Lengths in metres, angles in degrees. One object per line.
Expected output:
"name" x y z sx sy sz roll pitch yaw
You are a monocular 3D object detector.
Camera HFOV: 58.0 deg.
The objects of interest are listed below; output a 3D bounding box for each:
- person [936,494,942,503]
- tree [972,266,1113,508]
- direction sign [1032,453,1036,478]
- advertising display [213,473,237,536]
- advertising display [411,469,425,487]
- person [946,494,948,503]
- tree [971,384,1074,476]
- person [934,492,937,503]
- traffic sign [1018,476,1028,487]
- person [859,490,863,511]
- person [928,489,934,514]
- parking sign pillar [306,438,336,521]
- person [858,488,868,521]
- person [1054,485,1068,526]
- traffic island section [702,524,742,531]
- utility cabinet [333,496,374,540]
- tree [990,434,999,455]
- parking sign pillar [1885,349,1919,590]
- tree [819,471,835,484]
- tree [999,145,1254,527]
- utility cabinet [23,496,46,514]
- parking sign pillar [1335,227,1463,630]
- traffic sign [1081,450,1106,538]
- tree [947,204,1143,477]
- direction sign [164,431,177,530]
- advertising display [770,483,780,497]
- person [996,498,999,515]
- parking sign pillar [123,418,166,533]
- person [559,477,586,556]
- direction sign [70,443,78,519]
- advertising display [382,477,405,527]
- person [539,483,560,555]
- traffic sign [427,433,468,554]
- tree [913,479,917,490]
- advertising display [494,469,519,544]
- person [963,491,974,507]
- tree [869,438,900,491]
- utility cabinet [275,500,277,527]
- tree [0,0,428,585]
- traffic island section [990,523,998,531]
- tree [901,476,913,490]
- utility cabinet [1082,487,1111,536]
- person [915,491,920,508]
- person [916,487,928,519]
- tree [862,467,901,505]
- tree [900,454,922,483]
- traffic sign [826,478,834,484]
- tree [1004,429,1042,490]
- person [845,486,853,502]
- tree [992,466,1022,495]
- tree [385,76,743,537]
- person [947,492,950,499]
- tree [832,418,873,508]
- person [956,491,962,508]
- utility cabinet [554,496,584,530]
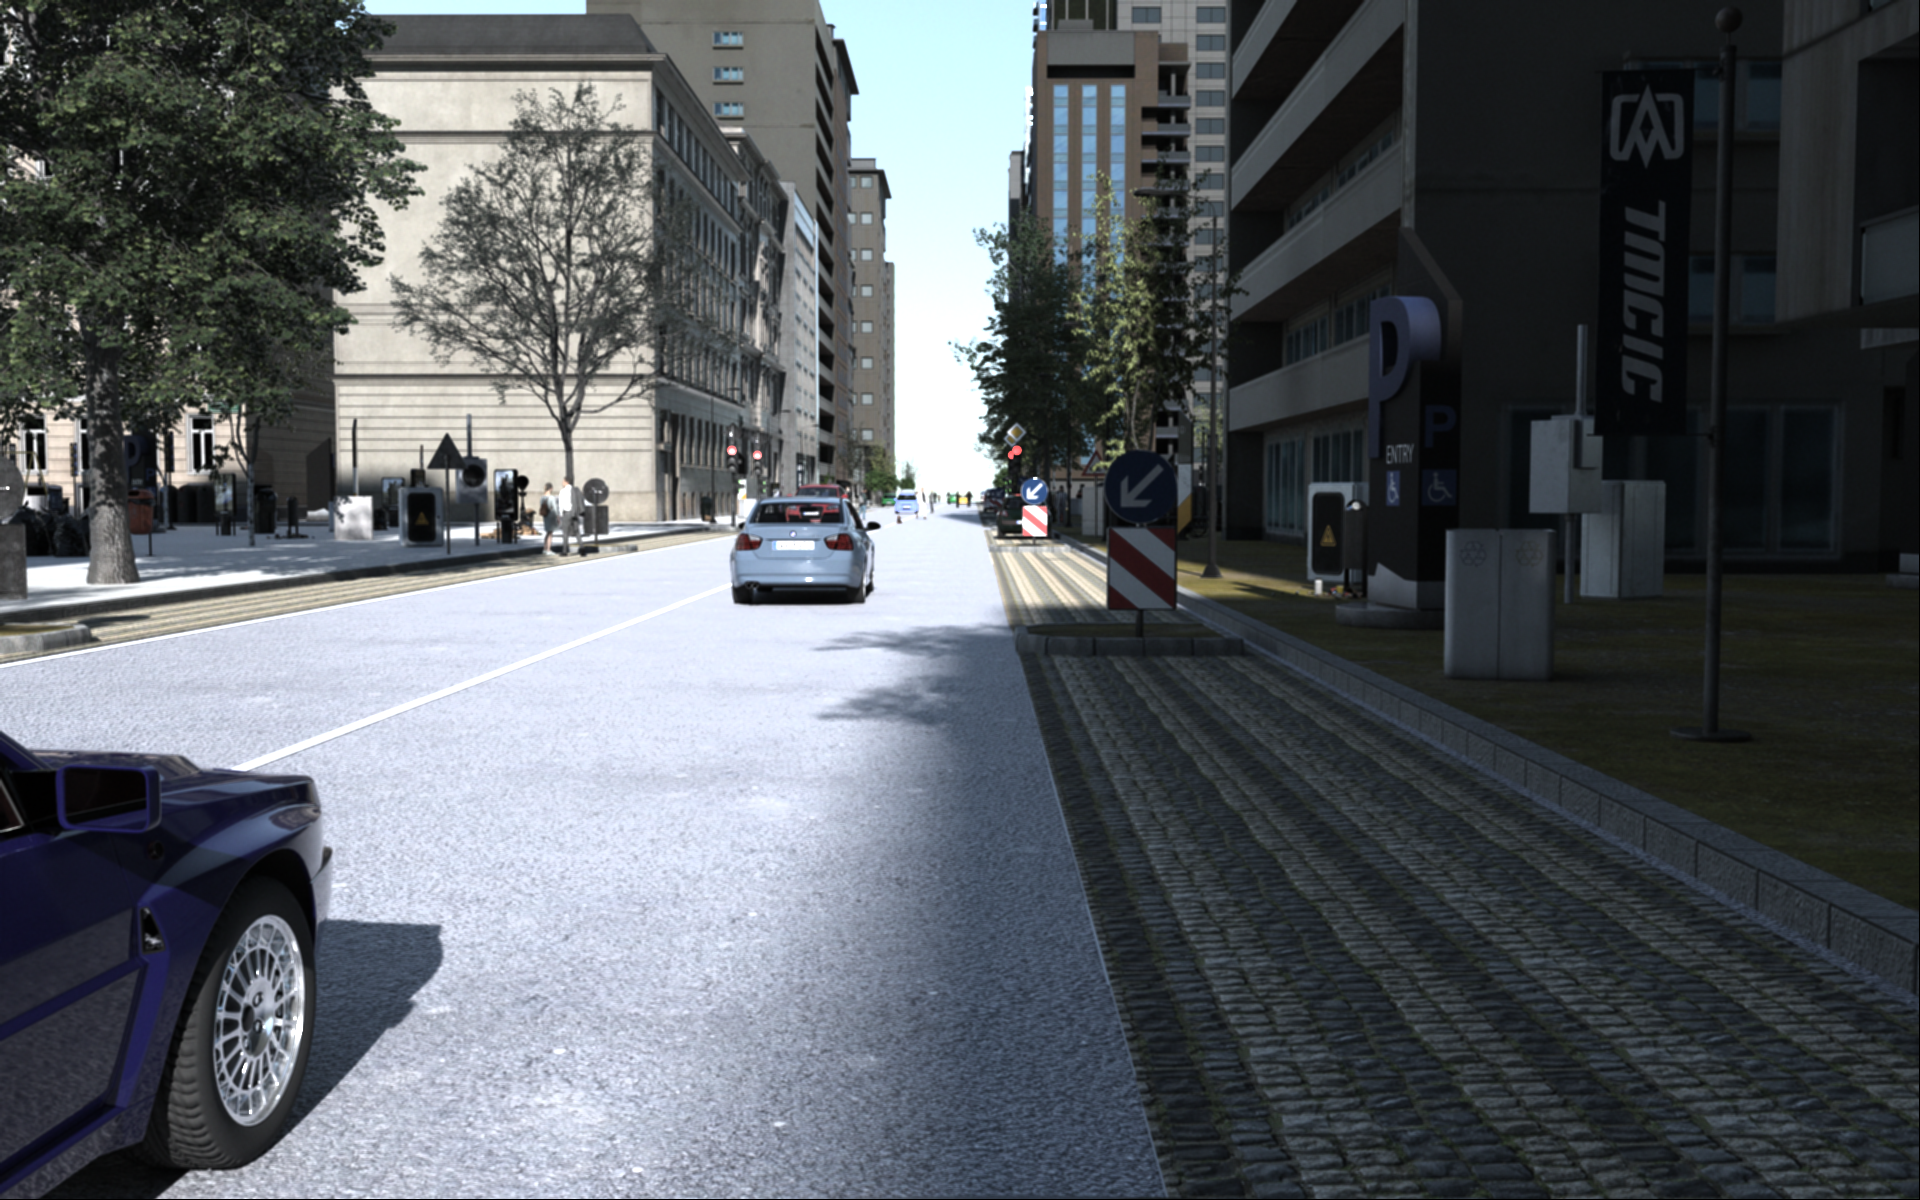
"person" -3.224 -15.602 266.847 1.065 1.426 0.557 0 4 4
"tree" 4.221 -10.287 86.315 7.486 12.596 7.792 0 3 0
"direction sign" 4.108 -6.357 95.939 0.379 3.537 0.876 1 4 14
"advertising display" -22.783 -2.965 53.698 0.974 1.923 0.123 2 4 32
"advertising display" -14.007 -2.422 44.808 0.123 1.923 0.974 0 4 -3
"person" -1.846 -16.330 275.476 1.348 1.826 0.705 -2 4 -31
"tree" 5.132 -12.821 144.031 8.767 10.594 7.601 -1 4 -9
"person" -3.940 -16.120 272.076 0.705 1.821 1.348 3 5 40
"traffic sign" 4.511 -7.609 124.516 0.768 2.556 0.104 0 4 4
"person" -8.472 -8.613 149.805 0.515 1.767 0.782 0 4 0
"person" -2.104 -7.084 124.506 0.526 1.800 0.537 2 4 24
"parking sign pillar" -30.617 -5.780 82.976 1.447 3.967 1.447 1 4 16
"person" -5.159 -5.103 92.278 0.721 1.781 0.623 -3 5 -43
"person" 4.283 -3.917 72.820 0.678 1.792 0.850 0 4 8
"traffic island section" -8.902 -2.791 67.917 2.009 0.180 2.903 0 4 0
"utility cabinet" -16.971 -2.282 48.476 1.020 1.237 0.306 -1 4 -14
"tree" 4.748 -11.357 136.056 4.737 8.622 4.395 0 3 0
"parking sign pillar" 13.401 -2.138 23.430 1.447 3.967 1.447 -1 4 -10
"tree" -10.514 -8.889 139.941 1.663 3.219 1.824 0 3 0
"tree" 4.135 -5.341 37.681 4.737 8.622 4.395 0 3 0
"utility cabinet" -40.459 -3.947 75.690 1.020 1.237 0.306 1 4 19
"parking sign pillar" 4.435 -1.741 16.931 1.447 3.967 1.447 0 4 -7
"traffic sign" 4.009 -3.119 51.001 0.884 2.594 0.081 0 4 7
"tree" 5.586 -15.626 111.372 12.611 20.169 13.585 0 3 0
"direction sign" -28.390 -4.296 62.234 0.379 3.537 0.876 0 4 -6
"advertising display" -10.595 -5.754 99.289 0.123 1.923 0.974 1 4 21
"person" 2.616 -6.577 116.004 0.580 1.828 0.573 -1 4 -12
"parking sign pillar" -26.924 -4.185 56.903 1.447 3.967 1.447 3 4 38
"person" -8.868 -1.898 39.631 0.850 1.850 0.679 3 5 42
"direction sign" -39.212 -5.181 76.703 0.379 3.537 0.876 -3 5 -43
"advertising display" -22.034 -3.802 67.383 0.974 1.923 0.123 1 4 16
"person" -9.665 -1.909 40.720 0.512 1.701 0.522 2 4 27
"traffic sign" -10.911 -2.256 36.885 0.884 2.594 0.081 0 4 2
"tree" -9.184 -19.423 301.286 4.285 4.588 4.351 0 3 0
"advertising display" -11.800 -2.437 45.054 0.974 1.923 0.123 3 5 44
"person" 0.966 -11.117 190.291 1.348 1.821 0.705 2 4 29
"tree" -10.000 -16.596 221.706 4.737 8.622 4.395 0 3 0
"utility cabinet" -27.434 -3.483 68.105 1.020 1.237 0.306 -3 5 -45
"tree" -12.117 -7.205 24.451 9.857 13.997 8.962 0 3 0
"traffic island section" 2.239 -2.786 67.827 2.009 0.180 2.903 0 4 0
"tree" -9.698 -15.614 239.005 4.285 4.588 4.351 0 3 0
"utility cabinet" 4.153 -2.684 52.563 0.318 1.500 1.173 -2 4 -29
"person" -3.593 -8.420 147.163 0.512 1.701 0.522 -1 4 -19
"person" -2.160 -5.489 98.126 0.818 1.842 0.514 3 5 45
"tree" -10.374 -14.974 228.534 4.285 4.588 4.351 0 3 0
"tree" -9.140 -22.026 310.478 4.360 8.622 3.978 0 3 0
"traffic sign" -10.203 -8.312 135.912 0.884 2.594 0.081 0 4 2
"tree" 5.851 -12.504 154.806 4.360 8.622 3.978 0 3 0
"person" -6.285 -5.405 96.232 0.648 1.900 0.474 1 4 20
"tree" 5.145 -11.967 179.375 4.285 4.588 4.351 0 3 0
"tree" -11.695 -8.635 51.551 12.009 13.543 11.850 0 3 0
"person" -1.620 -15.049 254.692 0.705 1.807 1.348 -2 4 -27
"tree" -10.140 -13.115 164.793 4.360 8.622 3.978 0 3 0
"person" -0.157 -10.510 181.056 0.721 1.735 1.217 -2 4 -27
"utility cabinet" -14.030 -3.124 62.242 1.020 1.237 0.306 0 4 -3
